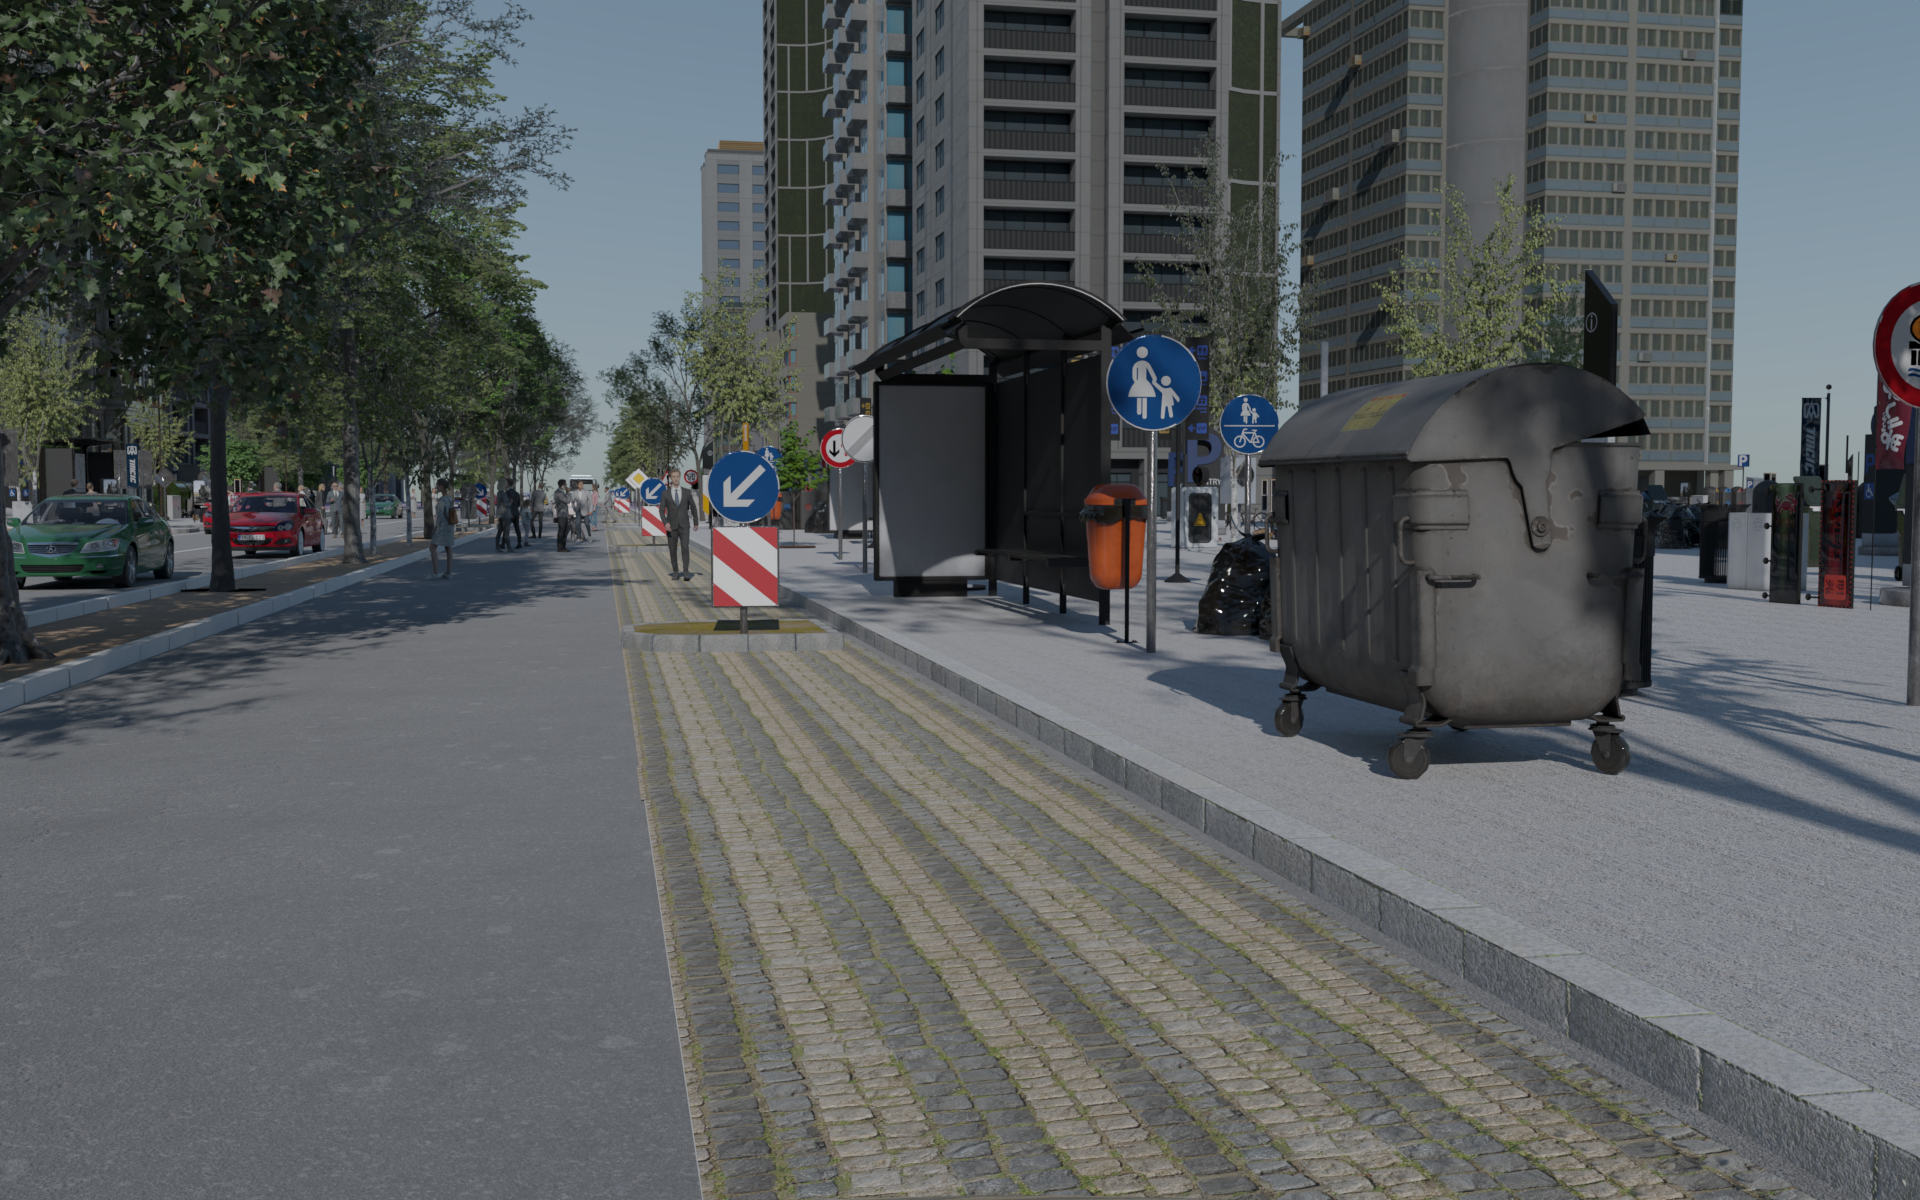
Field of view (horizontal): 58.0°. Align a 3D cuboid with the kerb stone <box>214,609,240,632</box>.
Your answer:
[{"bbox_3d":[-7.828,0.234,18.366,0.120,0.150,1.000,-1,4,-12],"label":"kerb stone"}]

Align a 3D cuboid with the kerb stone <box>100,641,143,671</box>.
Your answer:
[{"bbox_3d":[-6.993,0.479,14.362,0.120,0.150,1.000,-1,4,-12],"label":"kerb stone"}]

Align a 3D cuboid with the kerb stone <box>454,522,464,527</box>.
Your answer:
[{"bbox_3d":[-21.877,-3.271,75.674,0.120,0.150,1.000,-1,4,-12],"label":"kerb stone"}]

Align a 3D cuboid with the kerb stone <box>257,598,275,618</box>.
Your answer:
[{"bbox_3d":[-8.244,0.115,20.380,0.120,0.150,1.000,-1,4,-12],"label":"kerb stone"}]

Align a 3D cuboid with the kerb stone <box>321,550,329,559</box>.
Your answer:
[{"bbox_3d":[-14.048,-0.963,37.988,0.120,0.150,1.000,-1,4,-12],"label":"kerb stone"}]

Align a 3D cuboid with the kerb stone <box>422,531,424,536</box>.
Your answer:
[{"bbox_3d":[-18.430,-2.250,59.058,0.120,0.150,1.000,-1,4,-12],"label":"kerb stone"}]

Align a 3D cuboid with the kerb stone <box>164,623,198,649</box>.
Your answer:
[{"bbox_3d":[-7.409,0.357,16.365,0.120,0.150,1.000,-1,4,-12],"label":"kerb stone"}]

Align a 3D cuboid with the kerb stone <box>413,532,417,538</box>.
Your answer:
[{"bbox_3d":[-17.787,-2.071,56.051,0.120,0.150,1.000,-1,4,-12],"label":"kerb stone"}]

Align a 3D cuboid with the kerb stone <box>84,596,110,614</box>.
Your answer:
[{"bbox_3d":[-10.501,0.078,20.918,0.120,0.150,1.000,-1,4,-12],"label":"kerb stone"}]

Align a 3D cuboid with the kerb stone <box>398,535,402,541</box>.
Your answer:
[{"bbox_3d":[-16.967,-1.825,52.042,0.120,0.150,1.000,-1,4,-12],"label":"kerb stone"}]

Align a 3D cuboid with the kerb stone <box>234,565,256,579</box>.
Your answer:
[{"bbox_3d":[-12.371,-0.472,29.946,0.120,0.150,1.000,-1,4,-12],"label":"kerb stone"}]

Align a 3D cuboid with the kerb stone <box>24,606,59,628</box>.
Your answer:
[{"bbox_3d":[-10.085,0.201,18.915,0.120,0.150,1.000,-1,4,-12],"label":"kerb stone"}]

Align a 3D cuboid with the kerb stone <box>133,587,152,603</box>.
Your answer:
[{"bbox_3d":[-10.917,-0.045,22.925,0.120,0.150,1.000,-1,4,-12],"label":"kerb stone"}]

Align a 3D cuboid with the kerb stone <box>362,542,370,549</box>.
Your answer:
[{"bbox_3d":[-15.718,-1.457,46.014,0.120,0.150,1.000,-1,4,-12],"label":"kerb stone"}]

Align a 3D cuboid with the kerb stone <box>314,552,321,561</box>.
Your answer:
[{"bbox_3d":[-13.847,-0.899,36.986,0.120,0.150,1.000,-1,4,-12],"label":"kerb stone"}]

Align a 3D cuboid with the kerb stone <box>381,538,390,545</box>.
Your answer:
[{"bbox_3d":[-16.337,-1.636,49.037,0.120,0.150,1.000,-1,4,-12],"label":"kerb stone"}]

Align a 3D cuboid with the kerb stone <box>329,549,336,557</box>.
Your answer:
[{"bbox_3d":[-14.252,-1.027,38.991,0.120,0.150,1.000,-1,4,-12],"label":"kerb stone"}]

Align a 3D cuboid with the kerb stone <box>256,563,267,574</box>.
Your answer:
[{"bbox_3d":[-12.584,-0.536,30.956,0.120,0.150,1.000,-1,4,-12],"label":"kerb stone"}]

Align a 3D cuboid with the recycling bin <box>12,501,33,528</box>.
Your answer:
[{"bbox_3d":[-32.371,-2.899,59.949,0.722,1.027,0.722,-2,4,-30],"label":"recycling bin"}]

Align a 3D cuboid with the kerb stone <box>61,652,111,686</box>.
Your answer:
[{"bbox_3d":[-6.778,0.542,13.362,0.120,0.150,1.000,-1,4,-12],"label":"kerb stone"}]

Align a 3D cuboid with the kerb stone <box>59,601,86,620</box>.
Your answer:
[{"bbox_3d":[-10.293,0.139,19.917,0.120,0.150,1.000,-1,4,-12],"label":"kerb stone"}]

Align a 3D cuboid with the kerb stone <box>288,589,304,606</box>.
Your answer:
[{"bbox_3d":[-8.655,-0.011,22.383,0.120,0.150,1.000,-1,4,-12],"label":"kerb stone"}]

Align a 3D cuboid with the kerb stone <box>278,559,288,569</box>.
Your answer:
[{"bbox_3d":[-13.001,-0.659,32.972,0.120,0.150,1.000,-1,4,-12],"label":"kerb stone"}]

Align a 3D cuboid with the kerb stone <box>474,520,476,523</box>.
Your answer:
[{"bbox_3d":[-23.346,-3.700,82.722,0.120,0.150,1.000,-1,4,-12],"label":"kerb stone"}]

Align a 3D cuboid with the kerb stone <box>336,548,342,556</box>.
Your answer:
[{"bbox_3d":[-14.463,-1.088,39.991,0.120,0.150,1.000,-1,4,-12],"label":"kerb stone"}]

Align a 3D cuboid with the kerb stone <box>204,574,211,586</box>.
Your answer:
[{"bbox_3d":[-11.758,-0.290,26.939,0.120,0.150,1.000,-1,4,-12],"label":"kerb stone"}]

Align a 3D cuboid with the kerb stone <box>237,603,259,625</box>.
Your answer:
[{"bbox_3d":[-8.028,0.173,19.373,0.120,0.150,1.000,-1,4,-12],"label":"kerb stone"}]

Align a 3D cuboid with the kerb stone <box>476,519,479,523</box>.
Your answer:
[{"bbox_3d":[-23.758,-3.825,84.735,0.120,0.150,1.000,-1,4,-12],"label":"kerb stone"}]

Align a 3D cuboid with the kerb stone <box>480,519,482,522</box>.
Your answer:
[{"bbox_3d":[-24.178,-3.948,86.746,0.120,0.150,1.000,-1,4,-12],"label":"kerb stone"}]

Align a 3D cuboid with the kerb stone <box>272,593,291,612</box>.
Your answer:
[{"bbox_3d":[-8.448,0.050,21.382,0.120,0.150,1.000,-1,4,-12],"label":"kerb stone"}]

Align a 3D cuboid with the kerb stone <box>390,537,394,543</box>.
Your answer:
[{"bbox_3d":[-16.545,-1.703,50.041,0.120,0.150,1.000,-1,4,-12],"label":"kerb stone"}]

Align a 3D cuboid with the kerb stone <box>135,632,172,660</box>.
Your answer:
[{"bbox_3d":[-7.203,0.418,15.362,0.120,0.150,1.000,-1,4,-12],"label":"kerb stone"}]

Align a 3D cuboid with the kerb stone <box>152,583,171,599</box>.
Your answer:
[{"bbox_3d":[-11.117,-0.106,23.928,0.120,0.150,1.000,-1,4,-12],"label":"kerb stone"}]

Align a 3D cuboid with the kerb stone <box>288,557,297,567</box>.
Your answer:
[{"bbox_3d":[-13.204,-0.716,33.982,0.120,0.150,1.000,-1,4,-12],"label":"kerb stone"}]

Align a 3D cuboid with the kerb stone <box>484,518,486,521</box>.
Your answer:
[{"bbox_3d":[-24.804,-4.127,89.760,0.120,0.150,1.000,-1,4,-12],"label":"kerb stone"}]

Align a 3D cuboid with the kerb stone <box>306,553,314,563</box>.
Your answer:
[{"bbox_3d":[-13.628,-0.843,35.986,0.120,0.150,1.000,-1,4,-12],"label":"kerb stone"}]

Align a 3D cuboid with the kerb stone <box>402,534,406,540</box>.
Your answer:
[{"bbox_3d":[-17.172,-1.883,53.047,0.120,0.150,1.000,-1,4,-12],"label":"kerb stone"}]

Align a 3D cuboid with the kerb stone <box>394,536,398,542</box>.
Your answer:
[{"bbox_3d":[-16.753,-1.763,51.042,0.120,0.150,1.000,-1,4,-12],"label":"kerb stone"}]

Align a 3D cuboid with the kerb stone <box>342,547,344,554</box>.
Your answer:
[{"bbox_3d":[-14.679,-1.145,40.990,0.120,0.150,1.000,-1,4,-12],"label":"kerb stone"}]

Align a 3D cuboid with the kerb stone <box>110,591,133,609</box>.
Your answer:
[{"bbox_3d":[-10.700,0.020,21.921,0.120,0.150,1.000,-1,4,-12],"label":"kerb stone"}]

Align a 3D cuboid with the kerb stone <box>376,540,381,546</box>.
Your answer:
[{"bbox_3d":[-15.927,-1.516,47.018,0.120,0.150,1.000,-1,4,-12],"label":"kerb stone"}]

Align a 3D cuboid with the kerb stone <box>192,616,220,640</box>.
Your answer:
[{"bbox_3d":[-7.617,0.295,17.366,0.120,0.150,1.000,-1,4,-12],"label":"kerb stone"}]

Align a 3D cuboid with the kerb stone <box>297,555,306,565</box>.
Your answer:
[{"bbox_3d":[-13.419,-0.782,34.981,0.120,0.150,1.000,-1,4,-12],"label":"kerb stone"}]

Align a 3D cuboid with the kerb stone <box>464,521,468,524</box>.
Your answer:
[{"bbox_3d":[-22.292,-3.394,77.690,0.120,0.150,1.000,-1,4,-12],"label":"kerb stone"}]

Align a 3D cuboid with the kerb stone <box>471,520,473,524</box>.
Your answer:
[{"bbox_3d":[-22.921,-3.579,80.712,0.120,0.150,1.000,-1,4,-12],"label":"kerb stone"}]

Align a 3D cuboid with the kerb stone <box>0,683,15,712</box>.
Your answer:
[{"bbox_3d":[-6.368,0.666,11.356,0.120,0.150,1.000,-1,4,-12],"label":"kerb stone"}]

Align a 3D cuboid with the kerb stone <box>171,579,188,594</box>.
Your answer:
[{"bbox_3d":[-11.337,-0.167,24.927,0.120,0.150,1.000,-1,4,-12],"label":"kerb stone"}]

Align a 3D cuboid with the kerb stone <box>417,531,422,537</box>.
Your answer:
[{"bbox_3d":[-18.217,-2.193,58.058,0.120,0.150,1.000,-1,4,-12],"label":"kerb stone"}]

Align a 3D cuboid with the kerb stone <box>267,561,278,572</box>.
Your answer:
[{"bbox_3d":[-12.792,-0.595,31.960,0.120,0.150,1.000,-1,4,-12],"label":"kerb stone"}]

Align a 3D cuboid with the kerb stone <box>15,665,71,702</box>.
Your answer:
[{"bbox_3d":[-6.574,0.603,12.357,0.120,0.150,1.000,-1,4,-12],"label":"kerb stone"}]

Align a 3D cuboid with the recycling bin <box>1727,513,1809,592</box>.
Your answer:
[{"bbox_3d":[10.813,-0.651,23.194,0.722,1.027,0.722,-1,4,-21],"label":"recycling bin"}]

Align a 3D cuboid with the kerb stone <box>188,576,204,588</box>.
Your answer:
[{"bbox_3d":[-11.538,-0.229,25.933,0.120,0.150,1.000,-1,4,-12],"label":"kerb stone"}]
